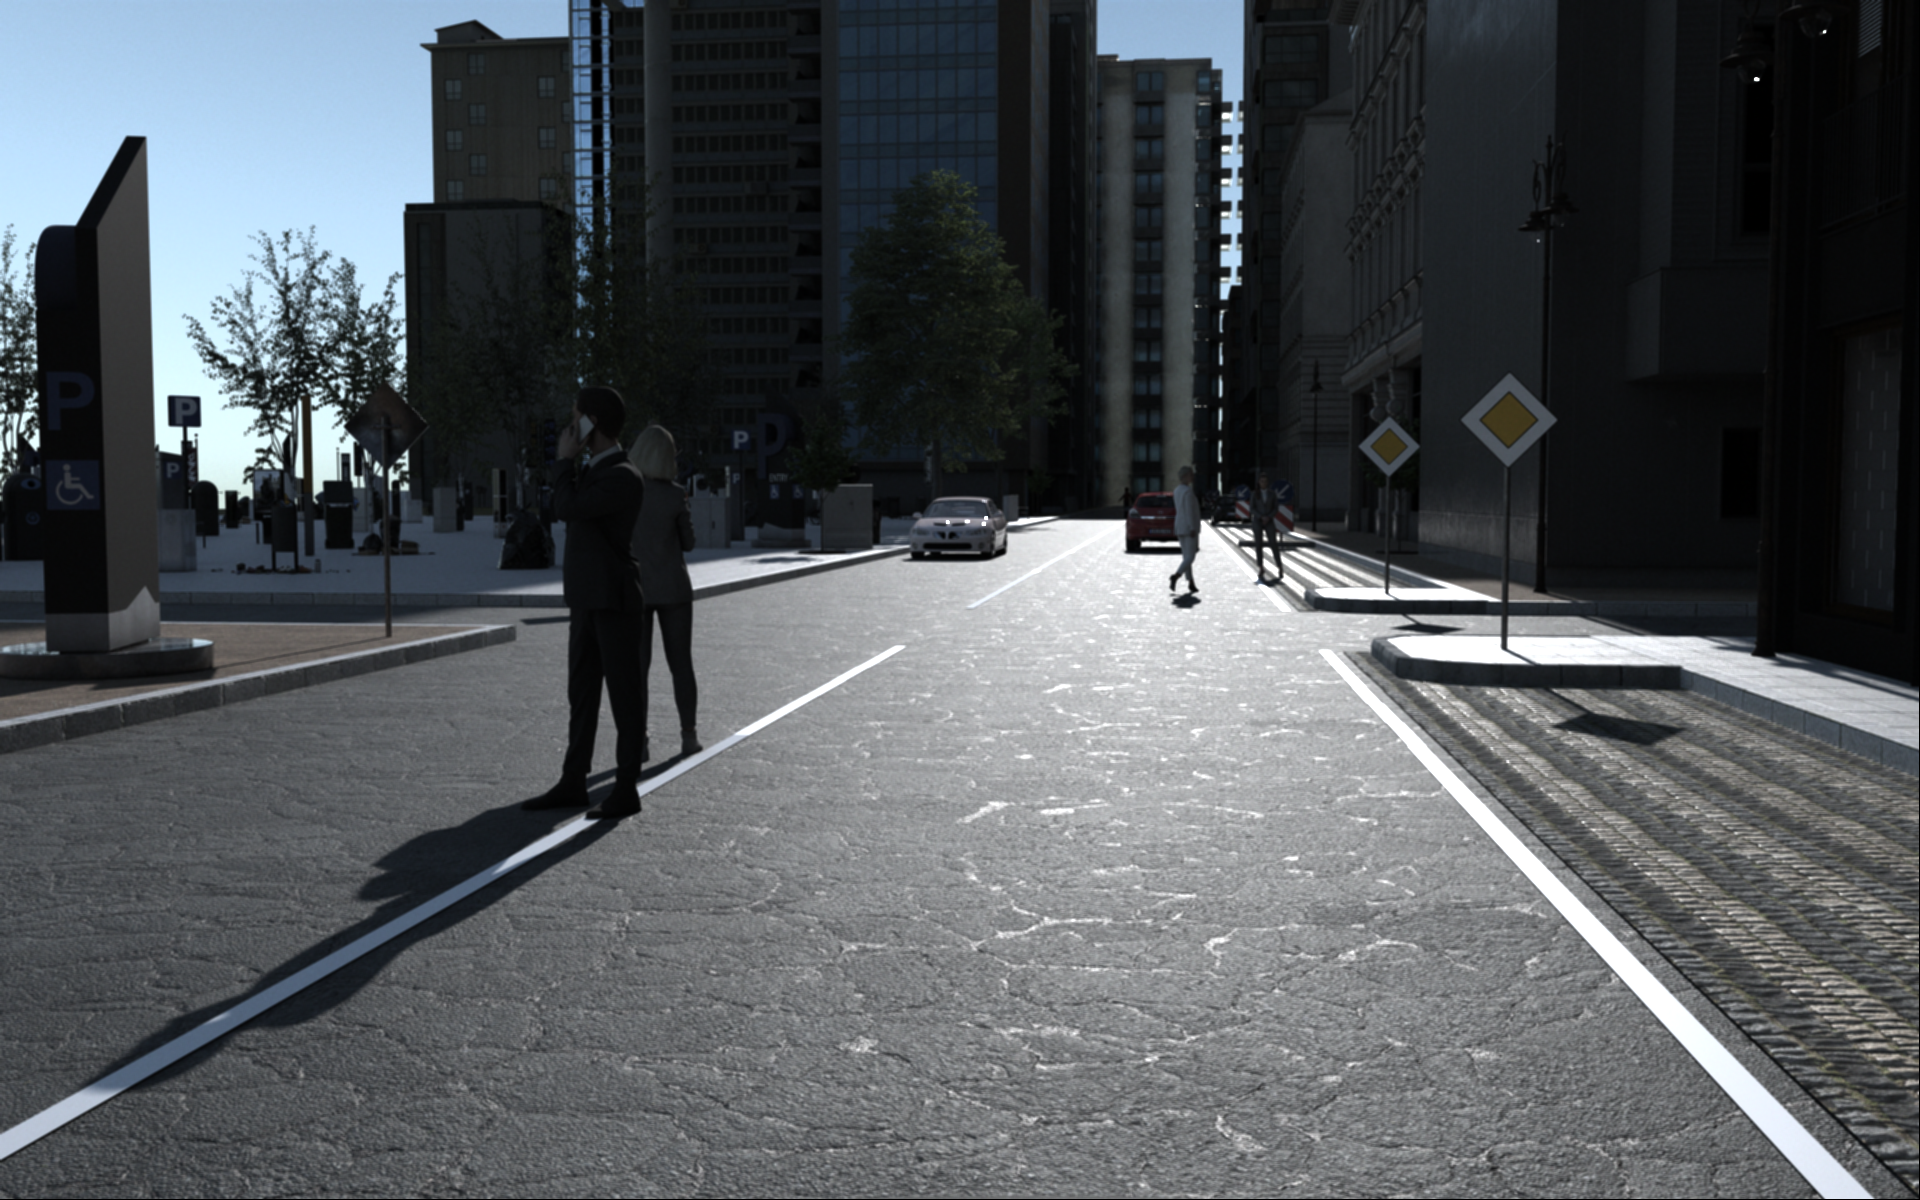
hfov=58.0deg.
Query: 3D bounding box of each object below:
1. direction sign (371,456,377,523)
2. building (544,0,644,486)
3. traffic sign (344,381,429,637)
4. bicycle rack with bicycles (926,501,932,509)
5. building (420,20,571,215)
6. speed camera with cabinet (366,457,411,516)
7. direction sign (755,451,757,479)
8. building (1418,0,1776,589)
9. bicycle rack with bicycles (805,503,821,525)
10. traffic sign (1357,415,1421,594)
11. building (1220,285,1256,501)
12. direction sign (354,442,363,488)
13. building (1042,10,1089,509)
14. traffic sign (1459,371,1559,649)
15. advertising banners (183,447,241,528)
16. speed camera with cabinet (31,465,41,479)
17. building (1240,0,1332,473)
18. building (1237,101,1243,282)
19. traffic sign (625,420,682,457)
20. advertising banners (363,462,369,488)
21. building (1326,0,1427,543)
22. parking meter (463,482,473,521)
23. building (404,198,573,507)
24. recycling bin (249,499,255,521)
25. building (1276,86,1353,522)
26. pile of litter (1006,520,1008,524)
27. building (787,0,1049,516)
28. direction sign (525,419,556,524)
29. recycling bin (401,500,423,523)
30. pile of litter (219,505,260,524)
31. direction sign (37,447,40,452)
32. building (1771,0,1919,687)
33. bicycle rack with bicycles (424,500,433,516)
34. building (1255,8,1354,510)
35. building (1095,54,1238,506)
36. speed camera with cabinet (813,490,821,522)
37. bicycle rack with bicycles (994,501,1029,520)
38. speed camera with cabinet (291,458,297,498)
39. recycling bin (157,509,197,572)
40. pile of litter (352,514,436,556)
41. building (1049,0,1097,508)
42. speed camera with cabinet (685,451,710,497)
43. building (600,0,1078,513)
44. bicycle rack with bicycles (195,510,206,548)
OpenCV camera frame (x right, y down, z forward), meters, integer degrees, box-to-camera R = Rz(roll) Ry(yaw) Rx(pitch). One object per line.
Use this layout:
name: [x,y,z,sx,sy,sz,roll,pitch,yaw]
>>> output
direction sign: [-25.903,-5.156,76.297,0.379,3.537,0.876,-1,4,-21]
building: [-23.796,-52.149,165.302,31.000,86.520,22.319,0,4,7]
traffic sign: [-5.121,-0.724,15.472,0.795,2.450,0.064,0,4,7]
bicycle rack with bicycles: [-0.634,-4.724,90.626,2.852,0.926,2.925,0,4,5]
building: [-42.945,-37.425,201.129,27.495,52.752,28.713,0,4,7]
speed camera with cabinet: [-27.952,-5.528,84.715,2.038,3.252,0.660,0,4,2]
direction sign: [-10.373,-5.984,89.842,0.379,3.537,0.876,-3,4,-36]
building: [23.468,-12.688,26.519,30.058,24.678,14.314,0,4,7]
bicycle rack with bicycles: [-5.572,-3.604,72.315,2.925,0.926,2.852,0,4,6]
traffic sign: [5.481,-1.134,22.186,0.795,2.450,0.064,0,4,7]
building: [37.909,-19.034,156.240,27.650,21.520,28.899,0,4,7]
direction sign: [-26.112,-5.090,75.225,0.379,3.537,0.876,0,4,2]
building: [3.243,-28.127,143.475,14.154,41.232,14.086,0,4,7]
traffic sign: [4.497,-0.649,14.261,0.795,2.450,0.064,0,4,7]
advertising banners: [-28.009,-4.199,64.841,2.074,3.025,0.090,0,4,0]
speed camera with cabinet: [-28.638,-3.749,55.634,2.038,3.252,0.660,-2,4,-34]
building: [34.734,-32.879,126.805,28.713,52.752,27.495,0,4,7]
building: [45.297,-34.748,187.744,30.456,49.044,23.786,0,4,7]
traffic sign: [-4.137,-1.208,23.396,0.795,2.450,0.064,0,4,7]
advertising banners: [-31.766,-5.990,94.120,2.074,3.025,0.090,2,4,35]
building: [17.628,-12.650,57.745,10.553,20.767,40.483,0,4,7]
parking meter: [-23.810,-4.776,83.794,0.399,1.863,0.255,0,4,-4]
building: [-45.877,-24.564,173.322,14.107,30.474,14.160,0,4,7]
recycling bin: [-33.493,-4.302,82.886,0.722,1.027,0.722,1,4,18]
building: [21.248,-14.543,86.923,9.793,20.994,18.267,0,4,7]
pile of litter: [1.512,-3.671,73.993,1.176,0.858,1.719,0,4,8]
building: [-1.993,-27.845,105.383,14.600,45.320,14.200,0,4,7]
direction sign: [-12.588,-3.673,52.048,0.876,3.537,0.379,0,4,-7]
recycling bin: [-24.475,-3.961,77.318,0.722,1.027,0.722,-3,5,-39]
pile of litter: [-31.113,-3.713,74.671,1.719,0.858,1.176,-1,4,-17]
direction sign: [-44.240,-5.630,84.040,0.876,3.537,0.379,-2,4,-25]
building: [11.740,-10.718,4.916,12.332,23.373,15.834,0,4,7]
bicycle rack with bicycles: [-30.536,-5.226,98.819,2.852,0.926,2.925,-1,4,-17]
building: [25.354,-20.486,106.651,14.160,30.474,14.107,0,4,7]
building: [14.471,-35.005,191.933,30.456,49.044,23.786,0,4,7]
speed camera with cabinet: [-5.838,-5.307,81.112,2.038,3.252,0.660,-1,4,-19]
bicycle rack with bicycles: [2.194,-4.420,85.656,2.852,0.926,2.925,-1,4,-14]
speed camera with cabinet: [-36.118,-5.994,92.346,0.660,3.252,2.038,2,4,31]
recycling bin: [-13.129,-0.988,28.700,0.722,1.027,0.722,0,4,-8]
pile of litter: [-11.962,-1.388,36.652,1.719,0.858,1.176,-1,4,-16]
building: [2.226,-44.380,163.868,20.611,71.187,20.563,0,4,7]
speed camera with cabinet: [-12.485,-5.182,79.060,2.038,3.252,0.660,-1,4,-16]
building: [-7.836,-26.535,125.727,32.217,40.220,23.993,0,4,7]
bicycle rack with bicycles: [-18.767,-1.633,40.077,2.852,0.926,2.925,-1,4,-13]
